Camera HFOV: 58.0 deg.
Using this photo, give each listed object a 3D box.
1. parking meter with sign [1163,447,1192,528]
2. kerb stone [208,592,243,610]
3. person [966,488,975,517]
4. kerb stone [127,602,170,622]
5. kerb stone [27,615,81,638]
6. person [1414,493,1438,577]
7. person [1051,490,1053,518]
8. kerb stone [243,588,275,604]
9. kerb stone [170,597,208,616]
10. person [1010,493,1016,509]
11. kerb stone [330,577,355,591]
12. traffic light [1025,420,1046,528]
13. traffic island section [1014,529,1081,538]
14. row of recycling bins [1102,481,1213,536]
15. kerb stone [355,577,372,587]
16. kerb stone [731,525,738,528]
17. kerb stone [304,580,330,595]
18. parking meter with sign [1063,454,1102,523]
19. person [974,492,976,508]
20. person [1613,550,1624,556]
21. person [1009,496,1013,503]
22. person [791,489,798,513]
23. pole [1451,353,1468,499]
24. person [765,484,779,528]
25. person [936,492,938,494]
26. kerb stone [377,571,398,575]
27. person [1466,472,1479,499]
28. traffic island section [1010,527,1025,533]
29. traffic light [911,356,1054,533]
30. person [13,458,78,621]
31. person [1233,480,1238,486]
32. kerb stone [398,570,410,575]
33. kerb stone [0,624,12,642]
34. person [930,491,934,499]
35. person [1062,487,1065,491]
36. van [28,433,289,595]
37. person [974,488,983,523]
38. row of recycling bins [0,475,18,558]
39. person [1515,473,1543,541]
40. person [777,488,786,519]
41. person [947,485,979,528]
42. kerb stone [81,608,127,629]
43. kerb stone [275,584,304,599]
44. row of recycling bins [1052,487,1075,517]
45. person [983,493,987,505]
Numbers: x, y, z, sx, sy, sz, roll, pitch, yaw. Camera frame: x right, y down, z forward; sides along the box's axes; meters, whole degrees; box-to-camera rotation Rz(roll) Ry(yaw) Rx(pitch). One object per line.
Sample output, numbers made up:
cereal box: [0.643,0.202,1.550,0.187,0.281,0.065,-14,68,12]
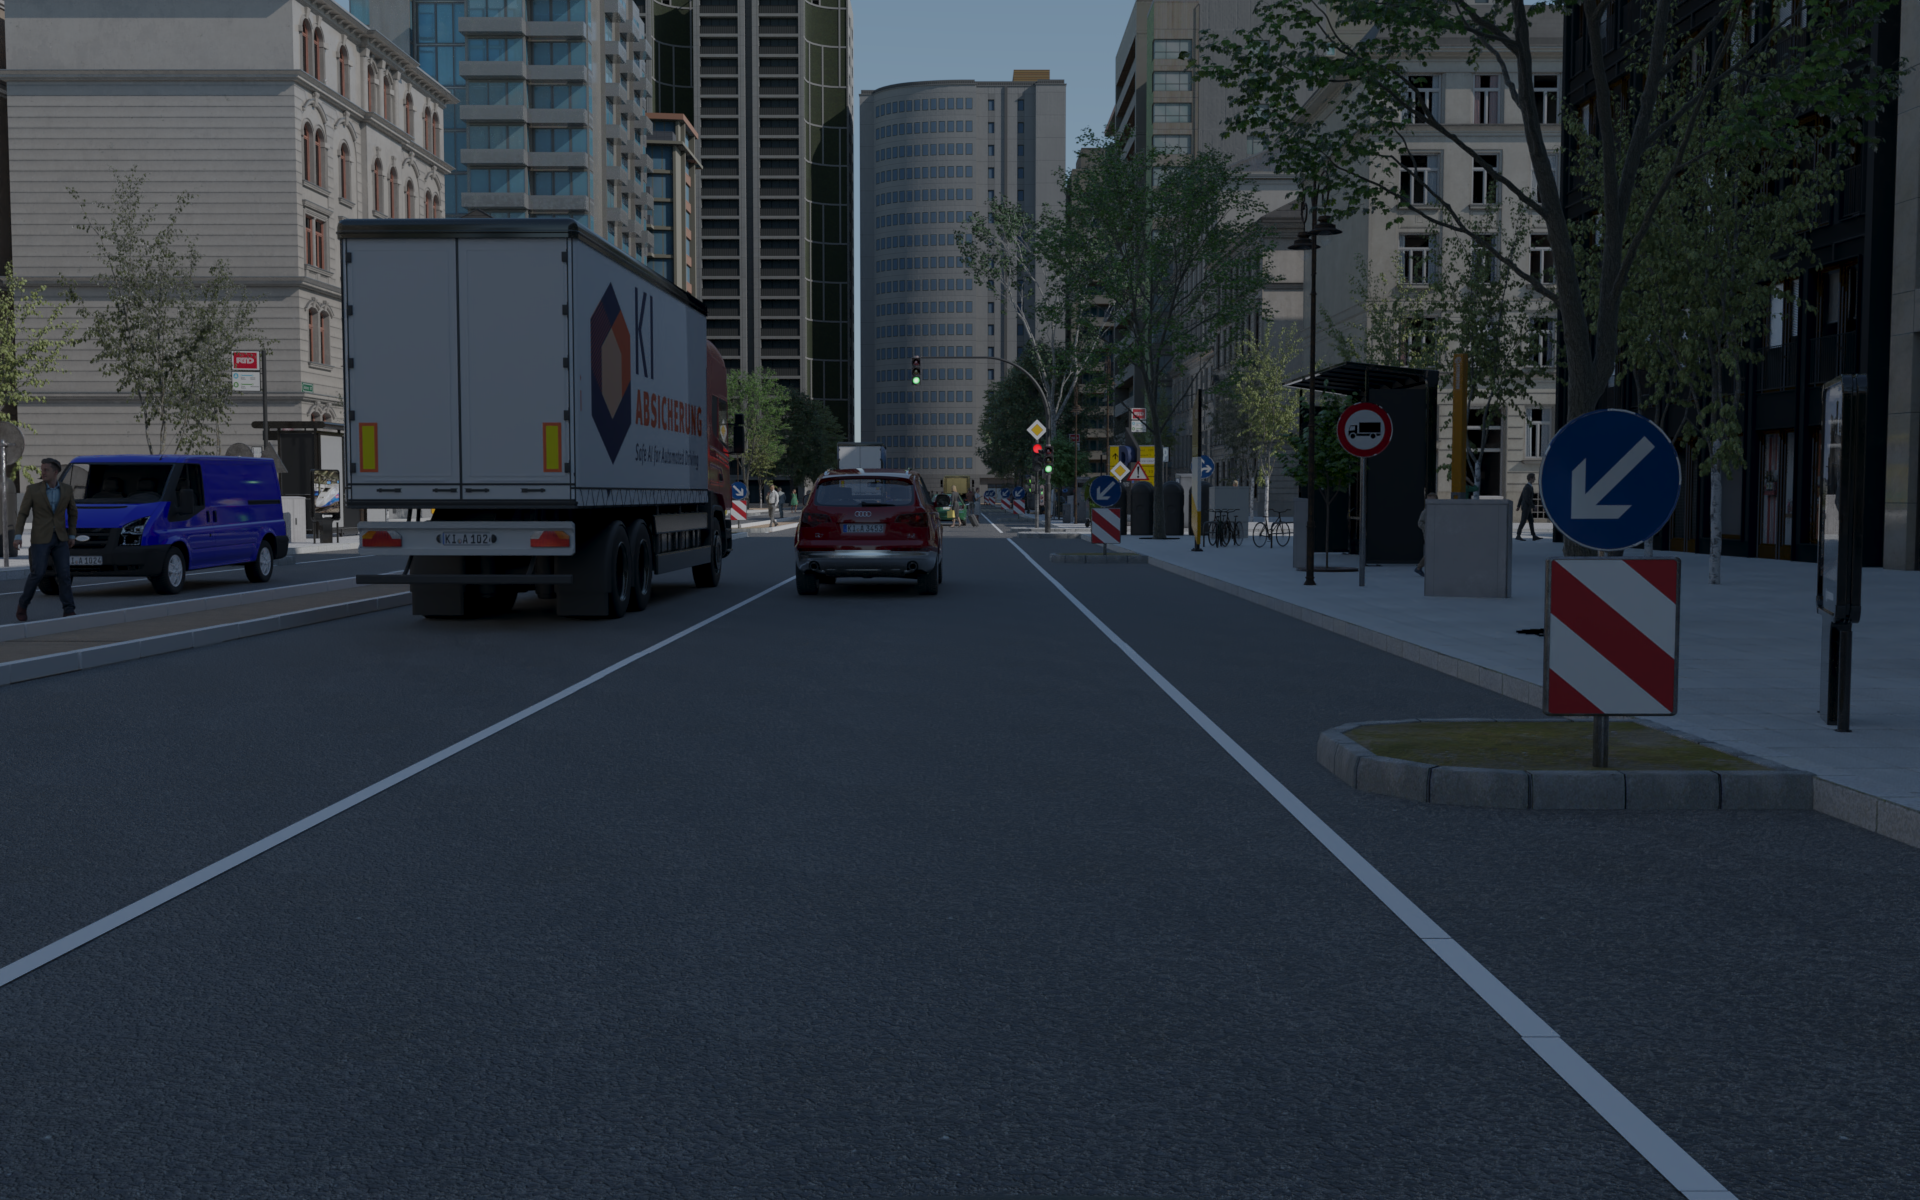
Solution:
parking meter with sign: [8.462,-4.187,64.716,1.738,3.016,0.543,-1,4,-17]
kerb stone: [-9.304,0.027,21.748,0.120,0.150,1.000,0,3,0]
person: [0.717,-6.158,109.163,0.573,1.828,0.580,3,4,37]
kerb stone: [-9.311,0.152,19.703,0.120,0.150,1.000,0,3,0]
kerb stone: [-9.302,0.283,17.651,0.120,0.150,1.000,0,3,0]
person: [7.261,-0.999,26.647,0.475,1.303,0.640,-3,5,-39]
person: [4.747,-5.232,91.472,0.514,1.842,0.818,-1,4,-10]
kerb stone: [-9.304,-0.036,22.782,0.120,0.150,1.000,0,3,0]
kerb stone: [-9.308,0.090,20.727,0.120,0.150,1.000,0,3,0]
person: [4.665,-8.996,153.580,0.568,1.767,0.683,3,4,37]
kerb stone: [-9.305,-0.223,25.848,0.120,0.150,1.000,0,3,0]
traffic light: [2.881,-4.667,65.231,0.839,4.253,0.868,0,3,0]
traffic island section: [2.918,-2.145,57.359,2.009,0.180,2.903,0,3,0]
row of recycling bins: [6.179,-2.863,53.926,3.534,1.692,1.069,1,4,10]
kerb stone: [-9.309,-0.286,26.870,0.120,0.150,1.000,0,3,0]
kerb stone: [-9.292,-3.016,71.509,0.120,0.150,1.000,0,3,0]
kerb stone: [-9.312,-0.161,24.826,0.120,0.150,1.000,0,3,0]
parking meter with sign: [5.407,-4.907,76.490,1.738,3.016,0.543,0,4,5]
person: [1.644,-10.660,183.525,0.721,1.736,1.217,1,4,22]
person: [6.692,-0.706,17.763,0.473,1.802,0.592,0,4,-4]
person: [5.003,-9.250,158.067,1.217,1.735,0.721,-2,4,-29]
person: [-12.800,-7.637,133.605,0.529,1.795,0.600,3,4,38]
pole: [7.278,-1.922,25.272,0.158,3.312,0.155,0,3,0]
person: [-7.839,-3.887,72.150,0.679,1.850,0.850,2,4,31]
person: [-2.826,-12.128,207.500,0.721,1.735,1.217,2,4,35]
kerb stone: [-9.312,-0.338,27.894,0.120,0.150,1.000,0,3,0]
person: [10.518,-1.840,36.380,0.529,1.795,0.600,-2,4,-32]
traffic island section: [2.921,-2.634,65.345,2.009,0.180,2.903,0,3,0]
traffic light: [0.786,-5.042,57.105,4.771,5.953,1.251,0,3,0]
person: [-10.296,-0.678,19.496,0.836,1.842,0.656,1,4,12]
person: [10.492,-3.632,65.656,0.478,1.798,0.641,-1,4,-22]
kerb stone: [-9.311,-0.411,28.921,0.120,0.150,1.000,0,3,0]
kerb stone: [-9.309,0.341,16.623,0.120,0.150,1.000,0,3,0]
person: [-3.108,-11.128,190.444,0.705,1.823,1.348,-2,4,-25]
person: [5.981,-5.786,100.833,0.721,1.800,0.419,0,4,8]
van: [-12.130,-1.345,26.376,2.240,2.365,5.245,0,4,-1]
person: [0.961,-4.727,86.354,0.524,1.755,0.480,1,4,21]
row of recycling bins: [-20.002,-1.638,33.896,1.069,1.692,3.534,1,4,17]
person: [15.603,-2.544,47.415,0.755,1.850,0.659,1,4,16]
person: [-10.430,-5.636,100.744,0.391,1.810,0.635,2,4,30]
person: [0.119,-4.011,74.300,1.509,1.804,0.699,-1,4,-23]
kerb stone: [-9.313,0.217,18.674,0.120,0.150,1.000,0,3,0]
kerb stone: [-9.308,-0.098,23.804,0.120,0.150,1.000,0,3,0]
row of recycling bins: [6.412,-5.516,97.295,1.069,1.692,3.534,-3,5,-44]
person: [3.159,-12.135,206.769,0.709,1.838,0.599,2,4,33]
